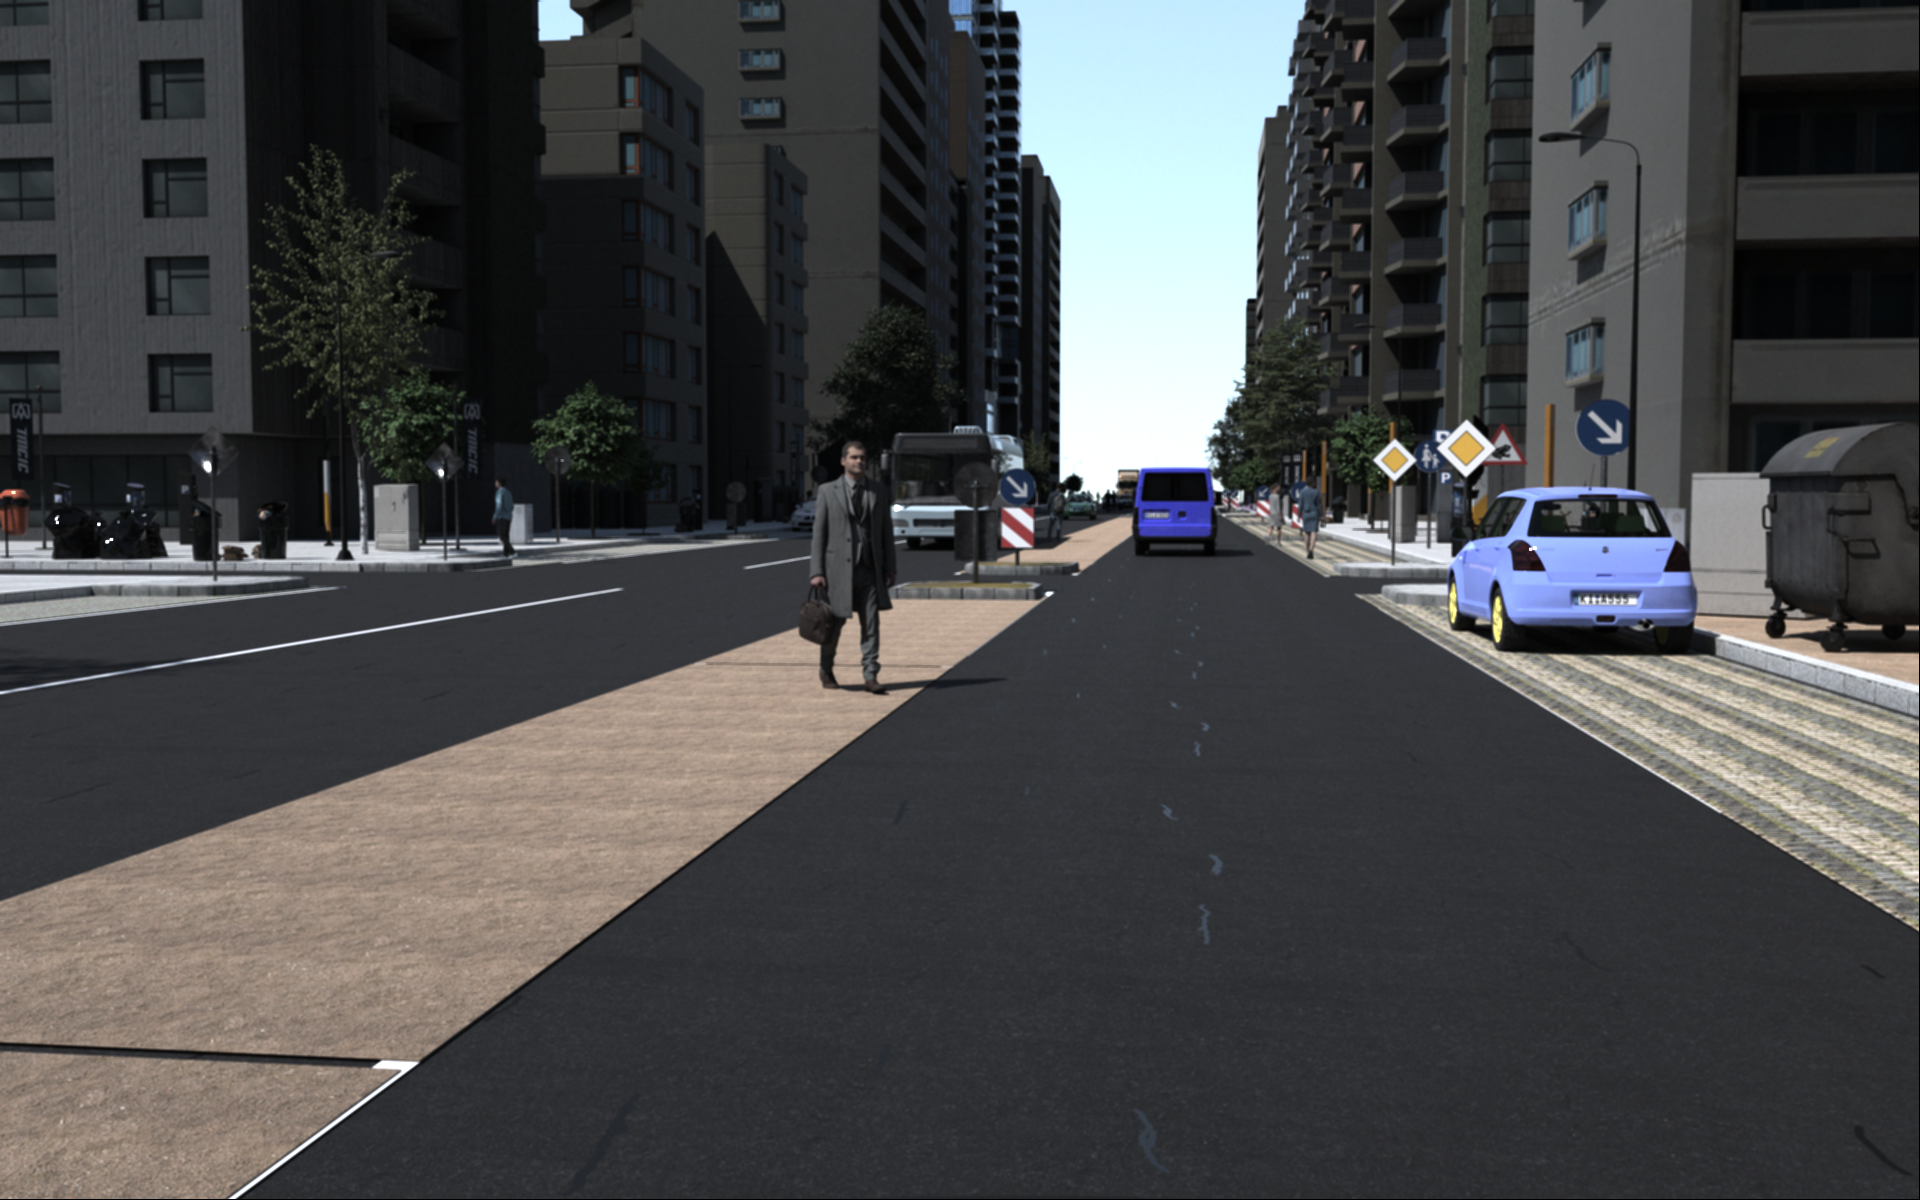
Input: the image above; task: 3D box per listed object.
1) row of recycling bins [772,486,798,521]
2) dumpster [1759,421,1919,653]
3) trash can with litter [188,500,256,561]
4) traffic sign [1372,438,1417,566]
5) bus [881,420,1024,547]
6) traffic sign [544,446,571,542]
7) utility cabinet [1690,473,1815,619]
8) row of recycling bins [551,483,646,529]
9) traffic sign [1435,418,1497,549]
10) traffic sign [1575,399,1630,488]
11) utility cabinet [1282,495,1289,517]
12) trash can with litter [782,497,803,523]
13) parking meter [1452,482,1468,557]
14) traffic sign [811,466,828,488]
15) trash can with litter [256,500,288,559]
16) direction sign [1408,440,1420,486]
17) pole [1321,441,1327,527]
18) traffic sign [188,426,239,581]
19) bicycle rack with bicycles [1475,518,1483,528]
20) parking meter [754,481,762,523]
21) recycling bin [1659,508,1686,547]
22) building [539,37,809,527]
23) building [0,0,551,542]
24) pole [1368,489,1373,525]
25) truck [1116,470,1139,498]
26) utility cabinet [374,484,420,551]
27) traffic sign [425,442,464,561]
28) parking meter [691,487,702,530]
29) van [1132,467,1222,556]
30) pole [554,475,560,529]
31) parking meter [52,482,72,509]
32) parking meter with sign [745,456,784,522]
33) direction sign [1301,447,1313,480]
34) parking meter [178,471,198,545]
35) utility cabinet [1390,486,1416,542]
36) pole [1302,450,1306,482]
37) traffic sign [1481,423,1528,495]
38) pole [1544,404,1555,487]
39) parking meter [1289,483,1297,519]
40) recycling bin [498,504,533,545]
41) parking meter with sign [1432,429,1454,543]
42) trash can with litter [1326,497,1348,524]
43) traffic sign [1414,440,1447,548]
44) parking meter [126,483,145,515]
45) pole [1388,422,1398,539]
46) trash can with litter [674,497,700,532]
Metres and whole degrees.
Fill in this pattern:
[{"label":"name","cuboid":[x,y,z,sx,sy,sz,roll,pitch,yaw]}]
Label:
[{"label":"row of recycling bins","cuboid":[-8.779,-4.786,85.362,1.069,1.692,3.534,1,4,14]},{"label":"dumpster","cuboid":[7.662,-0.540,14.584,1.264,1.857,1.865,0,4,8]},{"label":"trash can with litter","cuboid":[-14.215,-1.335,33.221,1.055,1.170,0.624,0,4,-3]},{"label":"traffic sign","cuboid":[7.770,-1.674,31.019,0.795,2.450,0.064,0,4,7]},{"label":"bus","cuboid":[0.096,-3.324,49.204,2.948,3.499,13.247,0,4,6]},{"label":"traffic sign","cuboid":[-10.673,-2.802,45.926,0.768,2.556,0.104,1,4,13]},{"label":"utility cabinet","cuboid":[8.254,-0.572,18.026,1.173,1.500,0.318,3,5,43]},{"label":"row of recycling bins","cuboid":[-13.442,-3.503,64.382,3.534,1.692,1.069,0,4,-5]},{"label":"traffic sign","cuboid":[6.734,-1.190,23.101,0.795,2.450,0.064,0,4,7]},{"label":"traffic sign","cuboid":[8.688,-1.423,23.375,0.768,2.556,0.104,1,4,14]},{"label":"utility cabinet","cuboid":[18.676,-5.356,98.726,0.306,1.237,1.020,-1,4,-8]},{"label":"trash can with litter","cuboid":[-7.416,-3.988,76.583,1.055,1.170,0.624,0,4,-6]},{"label":"parking meter","cuboid":[10.212,-1.642,35.252,0.372,1.533,0.369,0,3,0]},{"label":"traffic sign","cuboid":[-6.311,-4.737,77.563,0.768,2.556,0.104,1,4,9]},{"label":"trash can with litter","cuboid":[-13.713,-1.396,34.218,1.055,1.170,0.624,3,5,45]},{"label":"direction sign","cuboid":[19.075,-4.945,72.850,0.876,3.537,0.379,-3,5,-44]},{"label":"pole","cuboid":[13.987,-4.450,66.600,0.158,3.312,0.155,0,3,0]},{"label":"traffic sign","cuboid":[-10.957,-1.332,25.429,0.795,2.450,0.064,0,4,7]},{"label":"bicycle rack with bicycles","cuboid":[12.193,-1.450,37.091,2.925,0.926,2.852,-1,4,-10]},{"label":"parking meter","cuboid":[-9.029,-4.389,77.473,0.255,1.863,0.399,1,4,23]},{"label":"recycling bin","cuboid":[12.280,-1.094,30.448,0.722,1.027,0.722,0,4,4]},{"label":"building","cuboid":[-23.857,-14.490,81.950,27.650,21.520,28.899,0,4,7]},{"label":"building","cuboid":[-21.650,-17.125,51.691,14.160,30.474,14.107,0,4,7]},{"label":"pole","cuboid":[17.288,-4.831,72.836,0.158,3.312,0.155,0,3,0]},{"label":"truck","cuboid":[19.560,-12.966,200.903,2.839,4.237,11.283,0,4,6]},{"label":"utility cabinet","cuboid":[-12.705,-1.856,39.022,1.173,1.500,0.318,2,4,33]},{"label":"traffic sign","cuboid":[-9.921,-1.817,33.346,0.795,2.450,0.064,0,4,7]},{"label":"parking meter","cuboid":[-9.337,-3.246,61.489,0.372,1.533,0.369,0,3,0]},{"label":"van","cuboid":[5.235,-2.297,41.944,2.240,2.365,5.245,0,4,8]},{"label":"pole","cuboid":[-14.777,-4.259,63.480,0.158,3.312,0.155,0,3,0]},{"label":"parking meter","cuboid":[-19.398,-1.777,37.458,0.372,1.533,0.369,0,3,0]},{"label":"parking meter with sign","cuboid":[-8.989,-5.100,79.649,1.738,3.016,0.543,-1,4,-15]},{"label":"direction sign","cuboid":[16.682,-5.590,83.398,0.876,3.537,0.379,-3,5,-42]},{"label":"parking meter","cuboid":[-19.560,-2.335,43.894,0.399,1.863,0.255,0,4,-1]},{"label":"utility cabinet","cuboid":[11.719,-2.272,45.822,0.318,1.500,1.173,2,4,32]},{"label":"pole","cuboid":[15.999,-5.302,80.523,0.158,3.312,0.155,0,3,0]},{"label":"traffic sign","cuboid":[9.907,-1.938,31.689,0.884,2.594,0.081,1,4,15]},{"label":"pole","cuboid":[13.409,-2.789,39.445,0.158,3.312,0.155,0,3,0]},{"label":"parking meter","cuboid":[19.381,-5.809,100.694,0.399,1.863,0.255,3,5,40]},{"label":"recycling bin","cuboid":[-11.205,-1.904,43.679,0.722,1.027,0.722,0,4,0]},{"label":"parking meter with sign","cuboid":[12.863,-3.044,46.027,0.543,3.016,1.738,1,4,12]},{"label":"trash can with litter","cuboid":[16.354,-3.915,75.404,1.055,1.170,0.624,-3,4,-38]},{"label":"traffic sign","cuboid":[11.062,-2.489,40.794,0.768,2.556,0.104,1,4,9]},{"label":"parking meter","cuboid":[-18.252,-1.833,38.385,0.372,1.533,0.369,0,3,0]},{"label":"pole","cuboid":[12.300,-3.387,49.215,0.158,3.312,0.155,0,3,0]},{"label":"trash can with litter","cuboid":[-9.215,-2.869,58.298,0.624,1.170,1.055,1,4,11]}]
